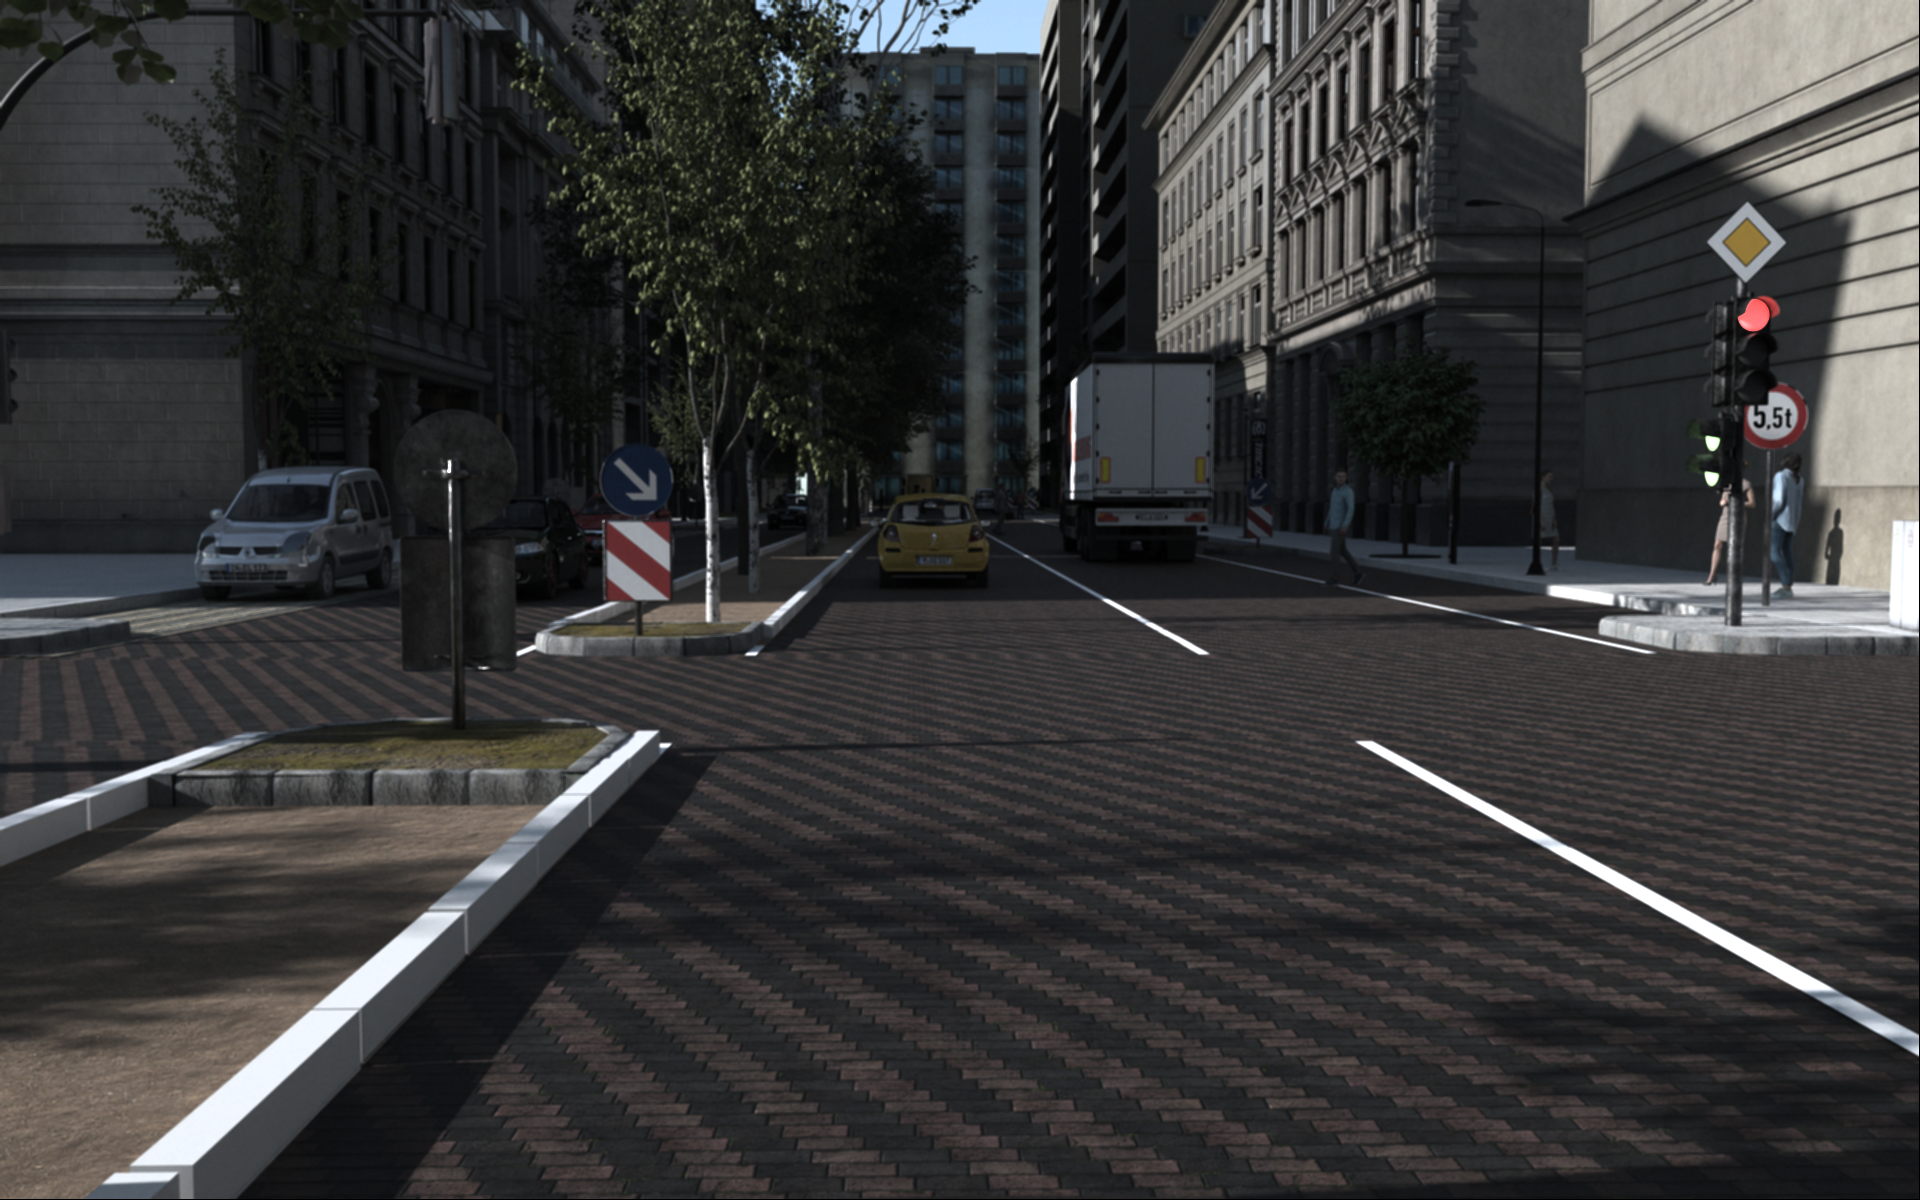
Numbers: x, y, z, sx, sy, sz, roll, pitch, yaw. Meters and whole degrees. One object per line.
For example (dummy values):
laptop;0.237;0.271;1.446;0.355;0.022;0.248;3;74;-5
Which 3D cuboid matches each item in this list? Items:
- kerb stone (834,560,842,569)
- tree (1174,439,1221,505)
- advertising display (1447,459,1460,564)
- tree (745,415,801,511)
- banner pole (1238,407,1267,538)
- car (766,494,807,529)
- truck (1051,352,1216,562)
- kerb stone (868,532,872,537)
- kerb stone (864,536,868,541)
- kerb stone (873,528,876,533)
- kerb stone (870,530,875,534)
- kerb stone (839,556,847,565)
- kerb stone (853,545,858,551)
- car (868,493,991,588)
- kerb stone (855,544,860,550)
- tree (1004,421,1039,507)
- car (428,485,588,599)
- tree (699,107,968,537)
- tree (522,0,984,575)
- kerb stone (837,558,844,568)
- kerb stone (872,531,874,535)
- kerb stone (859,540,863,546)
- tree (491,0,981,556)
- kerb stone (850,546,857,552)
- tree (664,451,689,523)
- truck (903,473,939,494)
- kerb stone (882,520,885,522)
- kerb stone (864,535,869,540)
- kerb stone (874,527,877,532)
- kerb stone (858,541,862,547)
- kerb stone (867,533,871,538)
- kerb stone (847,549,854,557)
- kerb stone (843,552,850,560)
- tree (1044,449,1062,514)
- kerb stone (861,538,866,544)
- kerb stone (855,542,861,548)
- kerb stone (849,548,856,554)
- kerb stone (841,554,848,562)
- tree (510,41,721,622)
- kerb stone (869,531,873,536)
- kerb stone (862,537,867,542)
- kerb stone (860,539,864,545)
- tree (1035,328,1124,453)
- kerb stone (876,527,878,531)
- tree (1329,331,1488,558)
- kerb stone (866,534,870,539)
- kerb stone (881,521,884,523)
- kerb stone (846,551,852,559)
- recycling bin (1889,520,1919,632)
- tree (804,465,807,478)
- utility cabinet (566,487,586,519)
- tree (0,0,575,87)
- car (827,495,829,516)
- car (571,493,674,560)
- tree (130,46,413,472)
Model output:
kerb stone;-2.311;-0.600;32.009;0.120;0.150;1.000;0;4;-2
tree;8.197;-5.050;66.284;4.285;4.588;4.351;0;3;0
advertising display;9.117;-1.639;32.009;0.123;1.923;0.974;1;4;10
tree;-14.312;-11.078;131.484;4.360;8.622;3.978;0;3;0
banner pole;8.465;-3.669;50.007;0.863;3.779;0.401;2;4;24
car;-6.936;-3.762;71.297;2.009;1.686;4.222;0;4;-1
truck;3.783;-3.120;39.918;2.839;4.237;11.283;0;4;0
kerb stone;-2.915;-1.978;54.559;0.120;0.150;1.000;0;4;-2
kerb stone;-2.775;-1.665;49.424;0.120;0.150;1.000;0;4;-2
kerb stone;-3.054;-2.294;59.700;0.120;0.150;1.000;0;4;-2
kerb stone;-3.000;-2.165;57.632;0.120;0.150;1.000;0;4;-2
kerb stone;-2.358;-0.725;34.055;0.120;0.150;1.000;0;4;-2
kerb stone;-2.560;-1.164;41.225;0.120;0.150;1.000;0;4;-2
car;-0.472;-1.081;27.904;2.015;1.641;3.980;0;4;-3
kerb stone;-2.585;-1.227;42.249;0.120;0.150;1.000;0;4;-2
tree;6.055;-13.397;169.406;4.360;8.622;3.978;0;3;0
car;-6.449;-0.916;24.771;2.009;1.686;4.222;0;4;-3
tree;-4.214;-9.106;57.997;9.857;13.997;8.962;0;3;0
tree;-3.769;-5.734;30.616;8.767;10.594;7.601;0;4;-2
kerb stone;-2.336;-0.660;33.032;0.120;0.150;1.000;0;4;-2
kerb stone;-2.973;-2.100;56.610;0.120;0.150;1.000;0;4;-2
kerb stone;-2.675;-1.414;45.322;0.120;0.150;1.000;0;4;-2
tree;-4.605;-11.140;40.492;12.611;20.169;13.585;0;3;0
kerb stone;-2.534;-1.099;40.201;0.120;0.150;1.000;0;4;-2
tree;-12.809;-5.047;77.128;1.663;3.219;1.824;0;3;0
truck;-3.647;-10.116;161.316;3.469;3.379;9.791;0;4;-1
kerb stone;-3.531;-3.363;77.178;0.120;0.150;1.000;0;4;-2
kerb stone;-2.803;-1.722;50.449;0.120;0.150;1.000;0;4;-2
kerb stone;-3.105;-2.419;61.752;0.120;0.150;1.000;0;4;-2
kerb stone;-2.639;-1.344;44.300;0.120;0.150;1.000;0;4;-2
kerb stone;-2.858;-1.853;52.495;0.120;0.150;1.000;0;4;-2
kerb stone;-2.475;-0.976;38.156;0.120;0.150;1.000;0;4;-2
kerb stone;-2.415;-0.850;36.099;0.120;0.150;1.000;0;4;-2
tree;7.038;-7.823;111.626;4.285;4.588;4.351;0;3;0
kerb stone;-2.718;-1.539;47.377;0.120;0.150;1.000;0;4;-2
kerb stone;-2.610;-1.289;43.278;0.120;0.150;1.000;0;4;-2
kerb stone;-2.495;-1.038;39.179;0.120;0.150;1.000;0;4;-2
kerb stone;-2.391;-0.784;35.077;0.120;0.150;1.000;0;4;-2
tree;-2.676;-4.025;18.627;4.737;8.622;4.395;0;3;0
kerb stone;-2.941;-2.042;55.585;0.120;0.150;1.000;0;4;-2
kerb stone;-2.749;-1.601;48.402;0.120;0.150;1.000;0;4;-2
kerb stone;-2.699;-1.476;46.355;0.120;0.150;1.000;0;4;-2
tree;8.296;-9.911;96.464;8.767;10.594;7.601;0;4;7
kerb stone;-3.137;-2.483;62.787;0.120;0.150;1.000;0;4;-2
tree;9.129;-3.148;35.188;4.285;4.588;4.351;0;3;0
kerb stone;-2.834;-1.791;51.473;0.120;0.150;1.000;0;4;-2
kerb stone;-3.438;-3.174;74.089;0.120;0.150;1.000;0;4;-2
kerb stone;-2.455;-0.909;37.130;0.120;0.150;1.000;0;4;-2
recycling bin;9.300;-0.234;16.375;0.722;1.027;0.722;1;4;10
tree;-15.799;-13.383;169.174;4.360;8.622;3.978;0;3;0
utility cabinet;-12.007;-2.760;53.802;0.318;1.500;1.173;1;4;12
tree;-2.749;-5.035;2.907;7.486;12.596;7.792;0;3;0
car;-8.911;-6.065;107.964;1.959;1.807;4.718;0;4;-1
car;-7.065;-1.662;36.215;2.155;1.783;4.494;0;4;-3
tree;-11.726;-4.847;29.612;4.737;8.622;4.395;0;3;0
